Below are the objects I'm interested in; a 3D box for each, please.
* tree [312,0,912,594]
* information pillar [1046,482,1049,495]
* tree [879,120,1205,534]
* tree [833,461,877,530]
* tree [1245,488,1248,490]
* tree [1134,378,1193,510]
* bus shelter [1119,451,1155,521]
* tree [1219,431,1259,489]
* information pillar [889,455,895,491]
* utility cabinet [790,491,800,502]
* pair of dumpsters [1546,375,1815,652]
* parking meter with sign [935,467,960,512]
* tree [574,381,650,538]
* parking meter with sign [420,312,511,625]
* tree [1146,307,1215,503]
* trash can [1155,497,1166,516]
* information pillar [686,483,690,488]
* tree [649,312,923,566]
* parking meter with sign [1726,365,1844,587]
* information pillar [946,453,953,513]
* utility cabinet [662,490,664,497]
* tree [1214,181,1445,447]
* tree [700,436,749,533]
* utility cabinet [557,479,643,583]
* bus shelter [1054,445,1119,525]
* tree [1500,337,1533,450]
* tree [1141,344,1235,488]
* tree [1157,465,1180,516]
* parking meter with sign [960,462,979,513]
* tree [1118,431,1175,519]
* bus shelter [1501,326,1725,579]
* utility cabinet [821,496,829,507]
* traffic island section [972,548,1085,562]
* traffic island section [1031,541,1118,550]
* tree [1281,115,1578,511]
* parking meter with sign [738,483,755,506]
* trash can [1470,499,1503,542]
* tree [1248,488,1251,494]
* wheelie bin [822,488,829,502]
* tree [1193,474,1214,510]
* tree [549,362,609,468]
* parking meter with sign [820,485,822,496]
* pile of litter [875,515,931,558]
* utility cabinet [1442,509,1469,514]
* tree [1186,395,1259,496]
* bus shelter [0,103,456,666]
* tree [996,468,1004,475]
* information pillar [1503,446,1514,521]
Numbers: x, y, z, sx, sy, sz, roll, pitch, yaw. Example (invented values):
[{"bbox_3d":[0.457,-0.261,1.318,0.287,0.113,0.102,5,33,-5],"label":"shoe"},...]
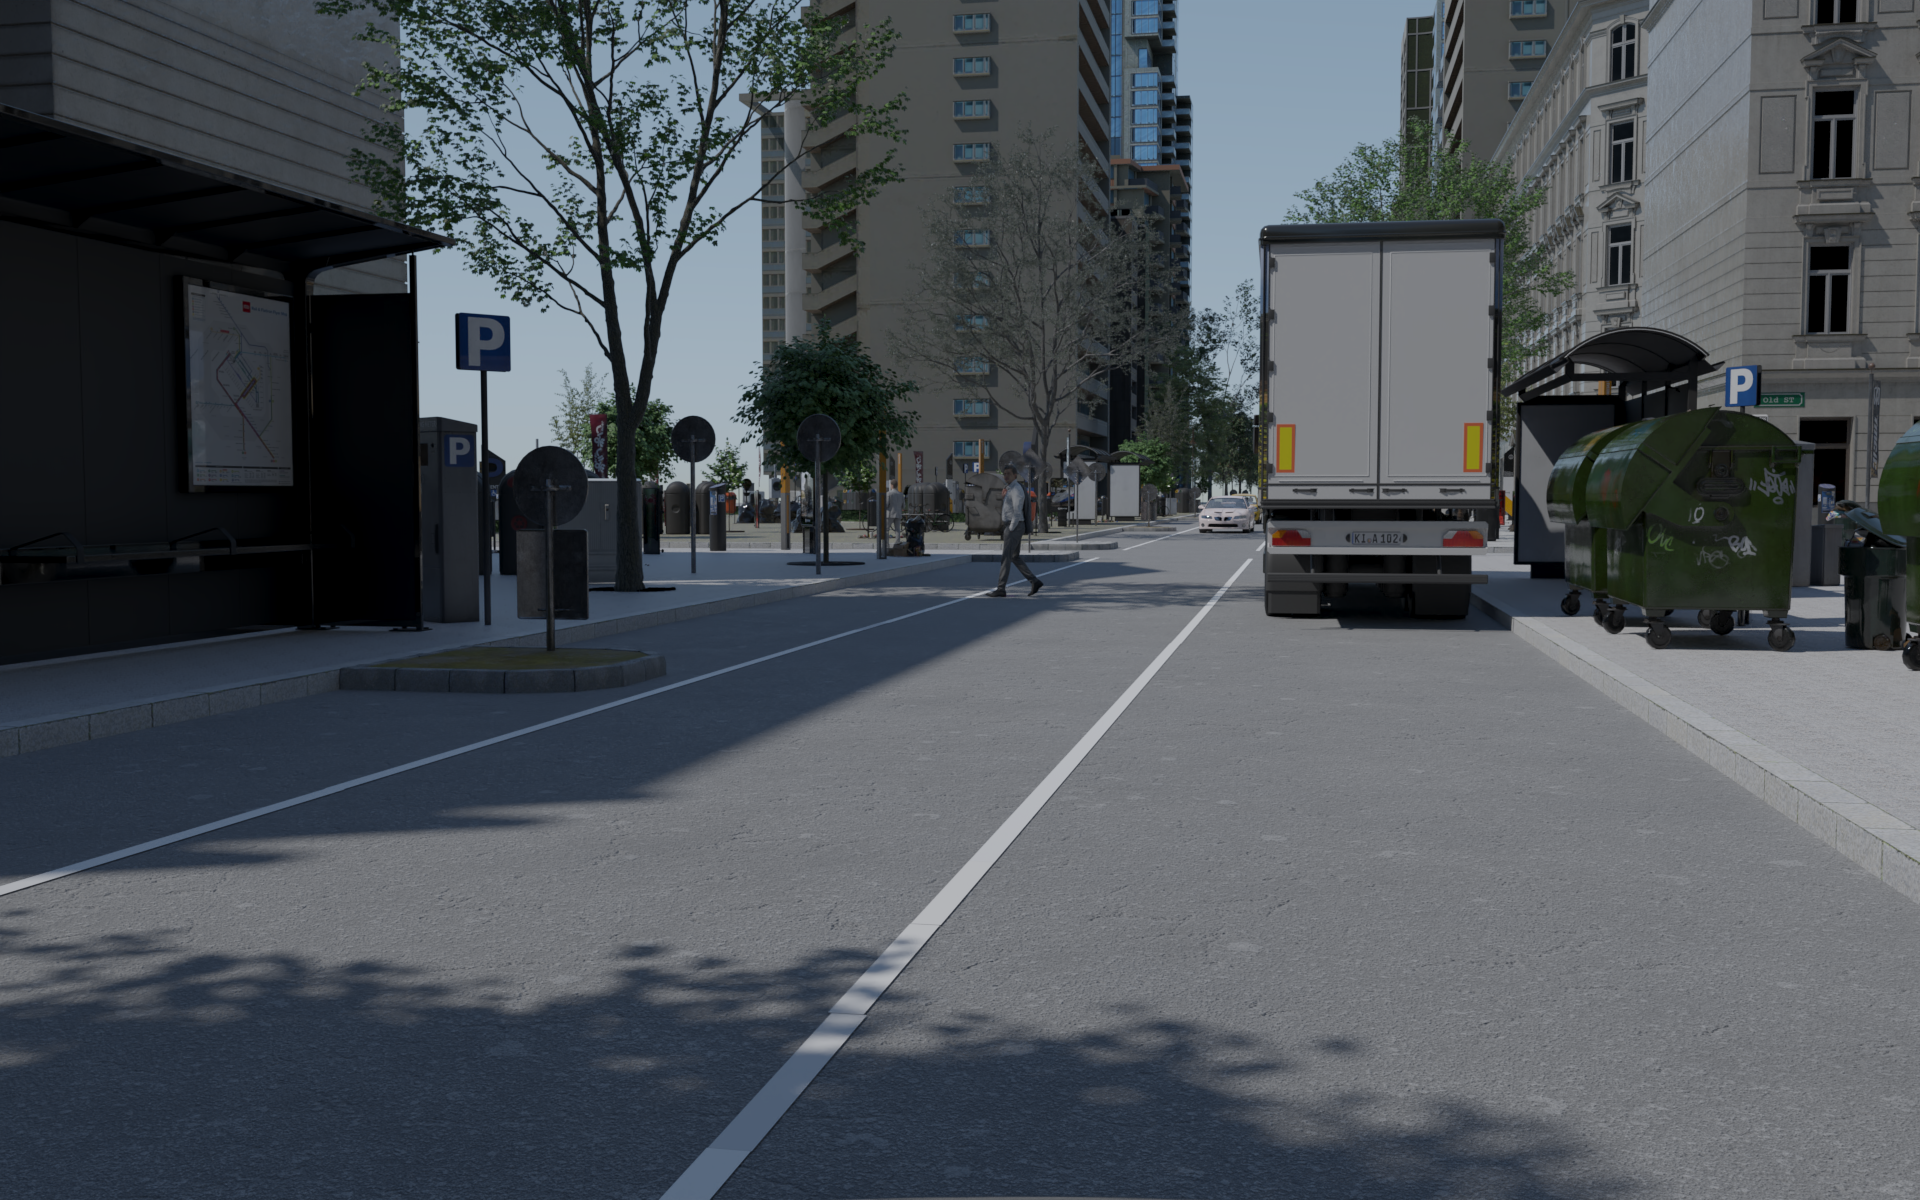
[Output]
[{"bbox_3d":[-4.285,-5.930,22.707,9.928,11.665,9.643,0,3,0],"label":"tree"},{"bbox_3d":[5.227,-6.167,105.319,0.304,2.012,0.304,-1,4,-10],"label":"information pillar"},{"bbox_3d":[2.724,-8.942,56.569,12.009,13.543,11.850,0,3,0],"label":"tree"},{"bbox_3d":[-3.589,-4.109,61.791,1.663,3.219,1.824,0,3,0],"label":"tree"},{"bbox_3d":[45.575,-19.598,270.780,4.737,8.622,4.395,0,3,0],"label":"tree"},{"bbox_3d":[12.818,-9.789,110.406,4.360,8.622,3.978,0,3,0],"label":"tree"},{"bbox_3d":[8.150,-5.481,83.530,2.014,3.302,5.546,1,4,11],"label":"bus shelter"},{"bbox_3d":[33.898,-17.113,214.203,8.767,10.594,7.601,2,4,30],"label":"tree"},{"bbox_3d":[-3.968,-6.719,101.211,0.183,3.616,0.504,2,4,35],"label":"information pillar"},{"bbox_3d":[-11.426,-6.761,119.218,1.173,1.500,0.318,3,4,38],"label":"utility cabinet"},{"bbox_3d":[6.568,-0.834,16.128,1.574,2.255,4.437,1,4,11],"label":"pair of dumpsters"},{"bbox_3d":[-0.448,-6.341,99.929,1.738,3.016,0.543,2,4,24],"label":"parking meter with sign"},{"bbox_3d":[-9.518,-4.083,50.466,4.285,4.588,4.351,0,3,0],"label":"tree"},{"bbox_3d":[-5.188,-1.297,17.467,0.543,3.016,1.738,-3,5,-43],"label":"parking meter with sign"},{"bbox_3d":[22.969,-18.164,152.867,12.611,20.169,13.585,0,3,0],"label":"tree"},{"bbox_3d":[11.587,-5.403,99.986,0.748,1.137,0.748,0,3,0],"label":"trash can"},{"bbox_3d":[-18.476,-6.953,118.179,0.304,2.012,0.304,1,4,13],"label":"information pillar"},{"bbox_3d":[-2.516,-2.924,31.525,4.285,4.588,4.351,0,3,0],"label":"tree"},{"bbox_3d":[11.430,-1.694,23.957,1.738,3.016,0.543,-1,4,-22],"label":"parking meter with sign"},{"bbox_3d":[-0.592,-6.525,98.034,0.183,3.616,0.504,3,5,42],"label":"information pillar"},{"bbox_3d":[-16.840,-5.610,100.399,1.173,1.500,0.318,0,4,5],"label":"utility cabinet"},{"bbox_3d":[24.154,-15.316,106.305,12.611,20.169,13.585,0,3,0],"label":"tree"},{"bbox_3d":[-7.877,-3.879,58.024,1.663,3.219,1.824,0,3,0],"label":"tree"},{"bbox_3d":[-5.139,-0.980,24.695,1.173,1.500,0.318,-1,4,-16],"label":"utility cabinet"},{"bbox_3d":[5.390,-4.905,74.118,2.014,3.302,5.546,1,4,11],"label":"bus shelter"},{"bbox_3d":[23.172,-7.690,76.095,4.737,8.622,4.395,0,3,0],"label":"tree"},{"bbox_3d":[17.334,-13.045,131.418,7.486,12.596,7.792,0,3,0],"label":"tree"},{"bbox_3d":[11.995,-6.569,102.011,1.663,3.219,1.824,0,3,0],"label":"tree"},{"bbox_3d":[0.683,-5.997,94.310,0.543,3.016,1.738,1,4,20],"label":"parking meter with sign"},{"bbox_3d":[9.665,-6.510,90.157,4.285,4.588,4.351,0,3,0],"label":"tree"},{"bbox_3d":[8.703,-1.820,23.674,2.014,3.302,5.546,1,4,11],"label":"bus shelter"},{"bbox_3d":[-5.625,-3.575,69.616,0.306,1.237,1.020,-2,4,-29],"label":"utility cabinet"},{"bbox_3d":[1.494,-0.949,37.801,2.009,0.180,2.903,1,4,11],"label":"traffic island section"},{"bbox_3d":[3.067,-1.428,45.631,2.009,0.180,2.903,1,4,11],"label":"traffic island section"},{"bbox_3d":[13.150,-7.533,48.927,9.928,11.665,9.643,0,3,0],"label":"tree"},{"bbox_3d":[-13.275,-6.889,108.904,0.543,3.016,1.738,3,5,41],"label":"parking meter with sign"},{"bbox_3d":[14.323,-2.161,46.992,0.748,1.137,0.748,0,3,0],"label":"trash can"},{"bbox_3d":[43.107,-18.818,258.041,4.360,8.622,3.978,0,3,0],"label":"tree"},{"bbox_3d":[-7.090,-4.974,89.227,0.693,1.594,0.980,-1,4,-15],"label":"wheelie bin"},{"bbox_3d":[20.164,-9.144,144.104,1.663,3.219,1.824,0,3,0],"label":"tree"},{"bbox_3d":[-21.310,-8.993,97.393,4.737,8.622,4.395,0,3,0],"label":"tree"},{"bbox_3d":[-6.662,-5.148,80.436,0.543,3.016,1.738,1,4,15],"label":"parking meter with sign"},{"bbox_3d":[-1.166,-1.339,35.863,1.176,0.858,1.719,0,4,5],"label":"pile of litter"},{"bbox_3d":[20.336,-3.825,71.214,0.318,1.500,1.173,-3,4,-36],"label":"utility cabinet"},{"bbox_3d":[29.841,-16.957,194.256,9.611,12.733,9.660,0,3,0],"label":"tree"},{"bbox_3d":[-6.095,-1.343,13.236,1.731,3.624,6.357,1,4,11],"label":"bus shelter"},{"bbox_3d":[2.789,-7.216,112.575,1.663,3.219,1.824,0,3,0],"label":"tree"},{"bbox_3d":[26.435,-5.630,83.411,0.504,3.616,0.183,1,4,17],"label":"information pillar"}]
